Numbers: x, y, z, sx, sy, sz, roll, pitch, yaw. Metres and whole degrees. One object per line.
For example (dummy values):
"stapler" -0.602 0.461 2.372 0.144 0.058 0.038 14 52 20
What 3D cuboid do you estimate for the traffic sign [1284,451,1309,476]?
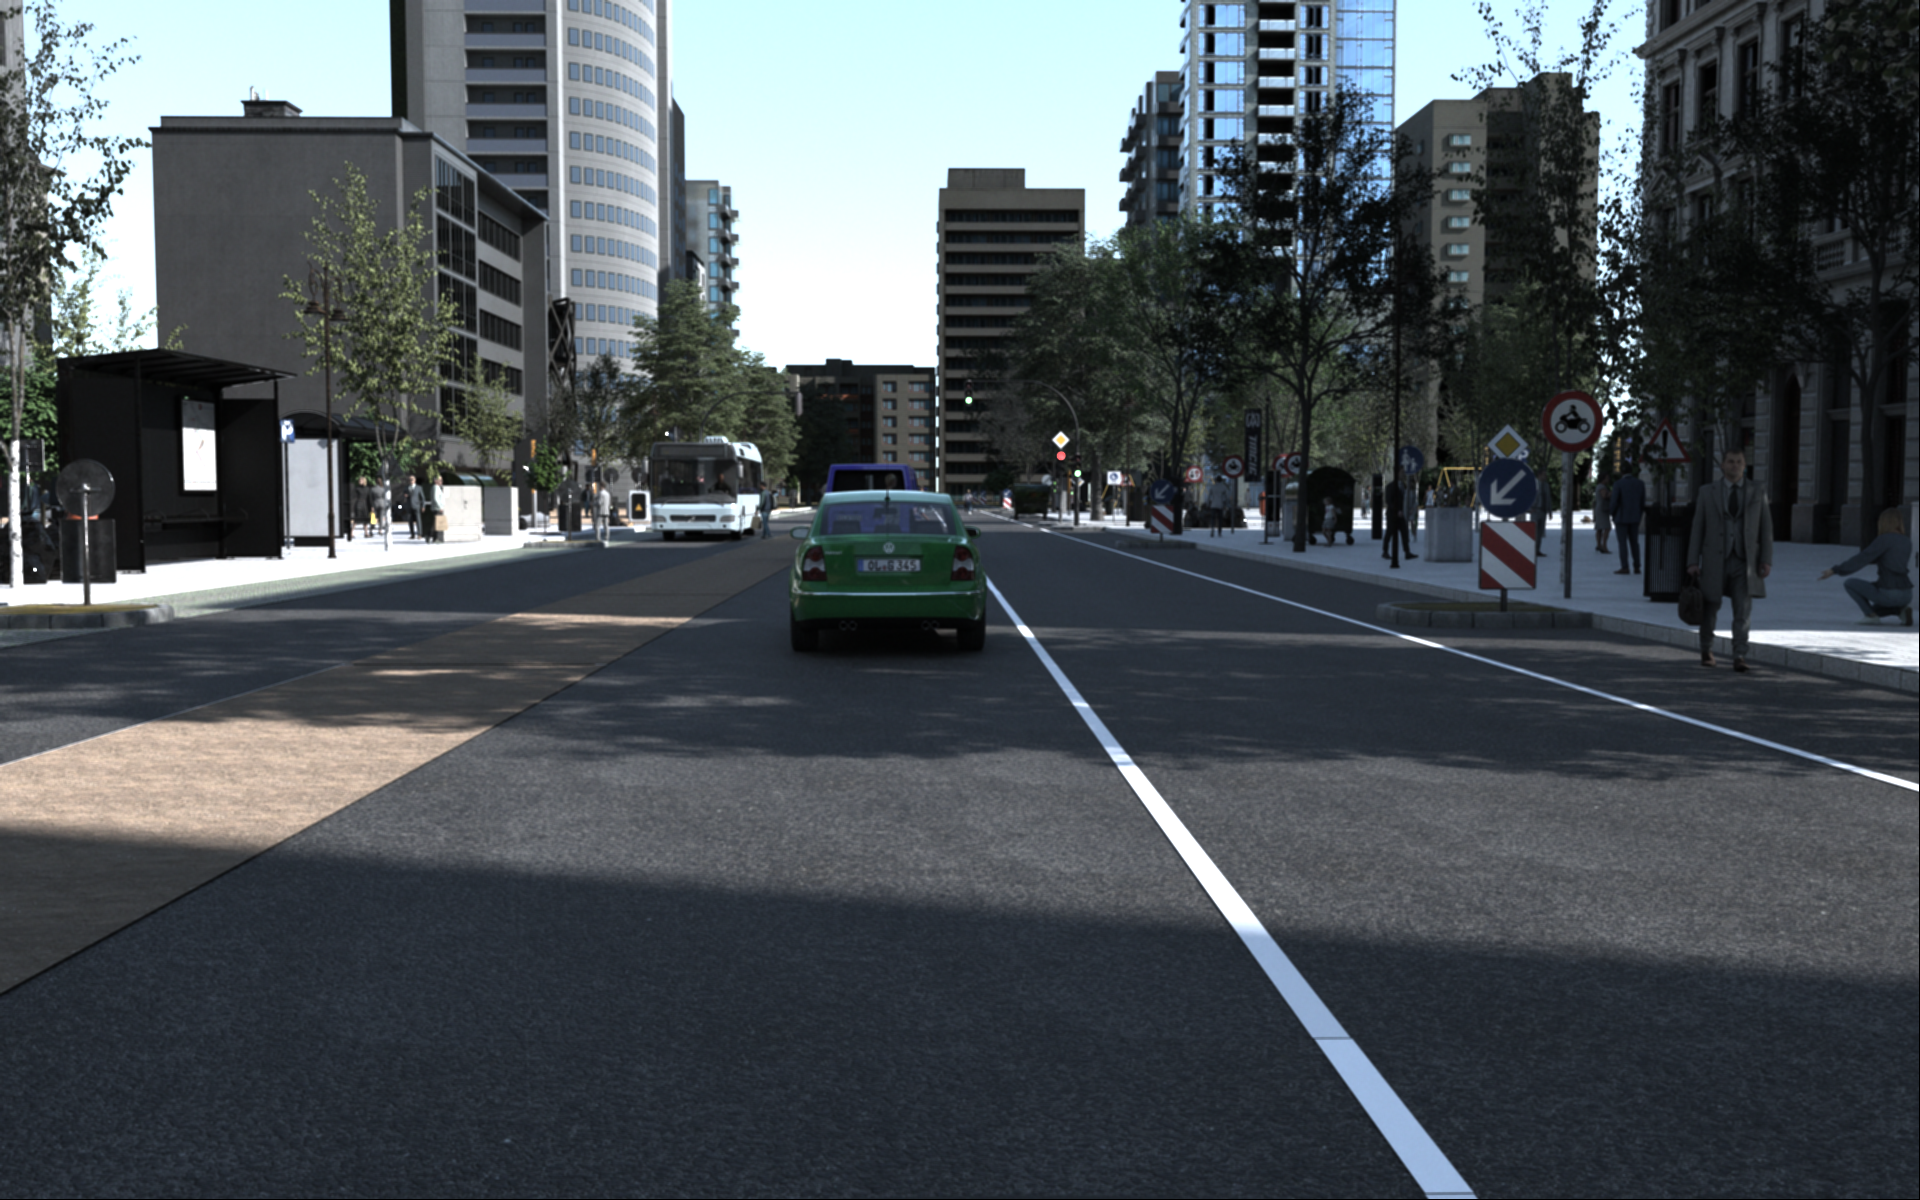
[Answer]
"traffic sign" 10.057 -3.163 51.829 0.768 2.556 0.104 0 4 0

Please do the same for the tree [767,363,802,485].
"tree" -16.363 -13.405 137.294 7.486 12.596 7.792 0 3 0

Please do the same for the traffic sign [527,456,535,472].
"traffic sign" -14.294 -3.580 58.264 0.795 2.593 0.064 0 4 0

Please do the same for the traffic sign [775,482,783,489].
"traffic sign" -15.054 -8.676 143.987 0.606 2.300 0.079 0 4 -1

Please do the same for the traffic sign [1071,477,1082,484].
"traffic sign" 7.452 -6.801 110.931 0.795 2.593 0.064 0 4 4

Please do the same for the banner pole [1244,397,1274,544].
"banner pole" 7.699 -3.343 44.680 0.863 3.779 0.401 2 4 34

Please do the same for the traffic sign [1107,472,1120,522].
"traffic sign" 6.949 -4.657 78.270 0.606 2.300 0.079 0 4 5

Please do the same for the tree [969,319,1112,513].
"tree" 6.308 -12.748 118.795 12.009 13.543 11.850 0 3 0

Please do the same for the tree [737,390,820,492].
"tree" -16.338 -13.083 148.323 8.767 10.594 7.601 -1 4 -8

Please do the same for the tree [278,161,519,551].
"tree" -12.841 -5.390 38.484 4.737 8.622 4.395 0 3 0

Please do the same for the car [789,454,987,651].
"car" -0.732 -0.514 17.201 1.959 1.807 4.718 0 4 -3

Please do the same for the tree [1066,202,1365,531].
"tree" 7.778 -8.282 61.169 9.928 11.665 9.643 0 3 0

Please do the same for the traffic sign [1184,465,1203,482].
"traffic sign" 10.484 -4.758 77.798 0.884 2.594 0.081 1 4 8

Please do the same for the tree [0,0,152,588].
"tree" -13.167 -4.473 23.489 4.360 8.622 3.978 0 3 0

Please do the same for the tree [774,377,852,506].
"tree" -16.591 -17.237 188.480 9.857 13.997 8.962 0 3 0

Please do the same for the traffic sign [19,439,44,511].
"traffic sign" -17.306 -1.838 32.174 0.606 2.300 0.079 0 4 4

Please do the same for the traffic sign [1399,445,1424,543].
"traffic sign" 11.779 -2.777 45.503 0.768 2.556 0.104 1 4 8

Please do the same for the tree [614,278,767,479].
"tree" -14.372 -10.621 91.780 7.486 12.596 7.792 0 3 0

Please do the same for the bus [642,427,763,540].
"bus" -8.206 -3.802 57.020 2.948 3.499 13.247 0 4 -3

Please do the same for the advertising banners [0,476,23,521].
"advertising banners" -43.693 -5.124 79.966 2.074 3.025 0.090 0 4 -7

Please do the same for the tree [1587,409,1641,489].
"tree" 47.235 -8.982 109.761 11.467 7.101 20.602 -2 4 -35

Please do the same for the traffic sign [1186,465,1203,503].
"traffic sign" 10.451 -4.718 77.239 0.768 2.556 0.104 0 4 7

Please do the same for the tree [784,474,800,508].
"tree" -15.699 -10.403 164.689 1.663 3.219 1.824 0 3 0

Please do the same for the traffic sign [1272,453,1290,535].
"traffic sign" 10.182 -3.323 54.444 0.768 2.556 0.104 0 4 4

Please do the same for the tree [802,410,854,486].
"tree" -16.753 -17.509 212.028 9.928 11.665 9.643 0 3 0

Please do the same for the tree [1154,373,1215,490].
"tree" 12.269 -9.038 98.137 4.737 8.622 4.395 0 3 0

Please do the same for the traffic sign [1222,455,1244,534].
"traffic sign" 8.848 -3.427 56.132 0.768 2.556 0.104 0 4 -1

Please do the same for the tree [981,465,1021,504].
"tree" 4.343 -14.480 220.460 4.285 4.588 4.351 0 3 0

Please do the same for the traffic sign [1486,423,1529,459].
"traffic sign" 10.218 -1.992 32.306 0.795 2.593 0.064 0 4 1

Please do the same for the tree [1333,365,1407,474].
"tree" 22.661 -8.832 94.763 4.737 8.622 4.395 0 3 0

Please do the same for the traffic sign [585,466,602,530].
"traffic sign" -13.235 -3.694 62.520 0.606 2.300 0.079 0 4 5

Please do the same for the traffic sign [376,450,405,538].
"traffic sign" -16.775 -3.117 50.972 0.884 2.594 0.081 0 4 8

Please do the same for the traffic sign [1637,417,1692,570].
"traffic sign" 11.910 -1.794 29.344 0.884 2.594 0.081 0 4 5

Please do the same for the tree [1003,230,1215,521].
"tree" 6.712 -10.833 83.771 9.857 13.997 8.962 0 3 0

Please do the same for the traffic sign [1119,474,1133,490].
"traffic sign" 10.441 -6.660 108.887 0.884 2.594 0.081 0 4 0

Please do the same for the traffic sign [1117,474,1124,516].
"traffic sign" 9.358 -6.271 102.631 0.768 2.556 0.104 0 4 2

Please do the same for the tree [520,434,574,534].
"tree" -13.192 -3.726 55.514 1.663 3.219 1.824 0 3 0

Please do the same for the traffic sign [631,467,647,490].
"traffic sign" -15.035 -4.957 81.154 0.768 2.556 0.104 0 4 8

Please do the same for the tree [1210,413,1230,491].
"tree" 21.092 -11.682 141.365 4.360 8.622 3.978 0 3 0

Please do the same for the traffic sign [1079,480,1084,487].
"traffic sign" 8.820 -7.849 128.070 0.795 2.593 0.064 0 4 2

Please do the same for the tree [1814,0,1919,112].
"tree" 9.122 -6.338 10.284 9.857 13.997 8.962 0 3 0

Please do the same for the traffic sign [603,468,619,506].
"traffic sign" -16.862 -5.114 83.720 0.768 2.556 0.104 0 4 2

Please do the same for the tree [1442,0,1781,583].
"tree" 8.839 -4.532 24.466 4.360 8.622 3.978 0 3 0

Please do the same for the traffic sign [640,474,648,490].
"traffic sign" -18.123 -6.042 98.890 0.768 2.556 0.104 0 4 7

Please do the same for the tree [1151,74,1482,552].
"tree" 7.866 -6.342 38.111 7.601 10.594 8.767 -1 4 -8

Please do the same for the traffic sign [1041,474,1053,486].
"traffic sign" 5.647 -6.846 112.036 0.768 2.556 0.104 0 4 4

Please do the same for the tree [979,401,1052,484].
"tree" 5.426 -14.156 165.864 7.601 10.594 8.767 1 4 15

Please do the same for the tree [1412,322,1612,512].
"tree" 45.503 -14.089 132.175 18.604 14.587 13.155 -3 5 -42

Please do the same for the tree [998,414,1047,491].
"tree" 5.325 -11.492 138.253 4.360 8.622 3.978 0 3 0

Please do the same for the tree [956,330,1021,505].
"tree" 5.815 -20.907 197.711 12.611 20.169 13.585 0 3 0

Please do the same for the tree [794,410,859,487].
"tree" -17.926 -18.909 226.168 9.611 12.733 9.660 0 3 0

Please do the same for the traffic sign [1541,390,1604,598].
"traffic sign" 7.489 -1.295 21.272 0.768 2.556 0.104 0 4 0
